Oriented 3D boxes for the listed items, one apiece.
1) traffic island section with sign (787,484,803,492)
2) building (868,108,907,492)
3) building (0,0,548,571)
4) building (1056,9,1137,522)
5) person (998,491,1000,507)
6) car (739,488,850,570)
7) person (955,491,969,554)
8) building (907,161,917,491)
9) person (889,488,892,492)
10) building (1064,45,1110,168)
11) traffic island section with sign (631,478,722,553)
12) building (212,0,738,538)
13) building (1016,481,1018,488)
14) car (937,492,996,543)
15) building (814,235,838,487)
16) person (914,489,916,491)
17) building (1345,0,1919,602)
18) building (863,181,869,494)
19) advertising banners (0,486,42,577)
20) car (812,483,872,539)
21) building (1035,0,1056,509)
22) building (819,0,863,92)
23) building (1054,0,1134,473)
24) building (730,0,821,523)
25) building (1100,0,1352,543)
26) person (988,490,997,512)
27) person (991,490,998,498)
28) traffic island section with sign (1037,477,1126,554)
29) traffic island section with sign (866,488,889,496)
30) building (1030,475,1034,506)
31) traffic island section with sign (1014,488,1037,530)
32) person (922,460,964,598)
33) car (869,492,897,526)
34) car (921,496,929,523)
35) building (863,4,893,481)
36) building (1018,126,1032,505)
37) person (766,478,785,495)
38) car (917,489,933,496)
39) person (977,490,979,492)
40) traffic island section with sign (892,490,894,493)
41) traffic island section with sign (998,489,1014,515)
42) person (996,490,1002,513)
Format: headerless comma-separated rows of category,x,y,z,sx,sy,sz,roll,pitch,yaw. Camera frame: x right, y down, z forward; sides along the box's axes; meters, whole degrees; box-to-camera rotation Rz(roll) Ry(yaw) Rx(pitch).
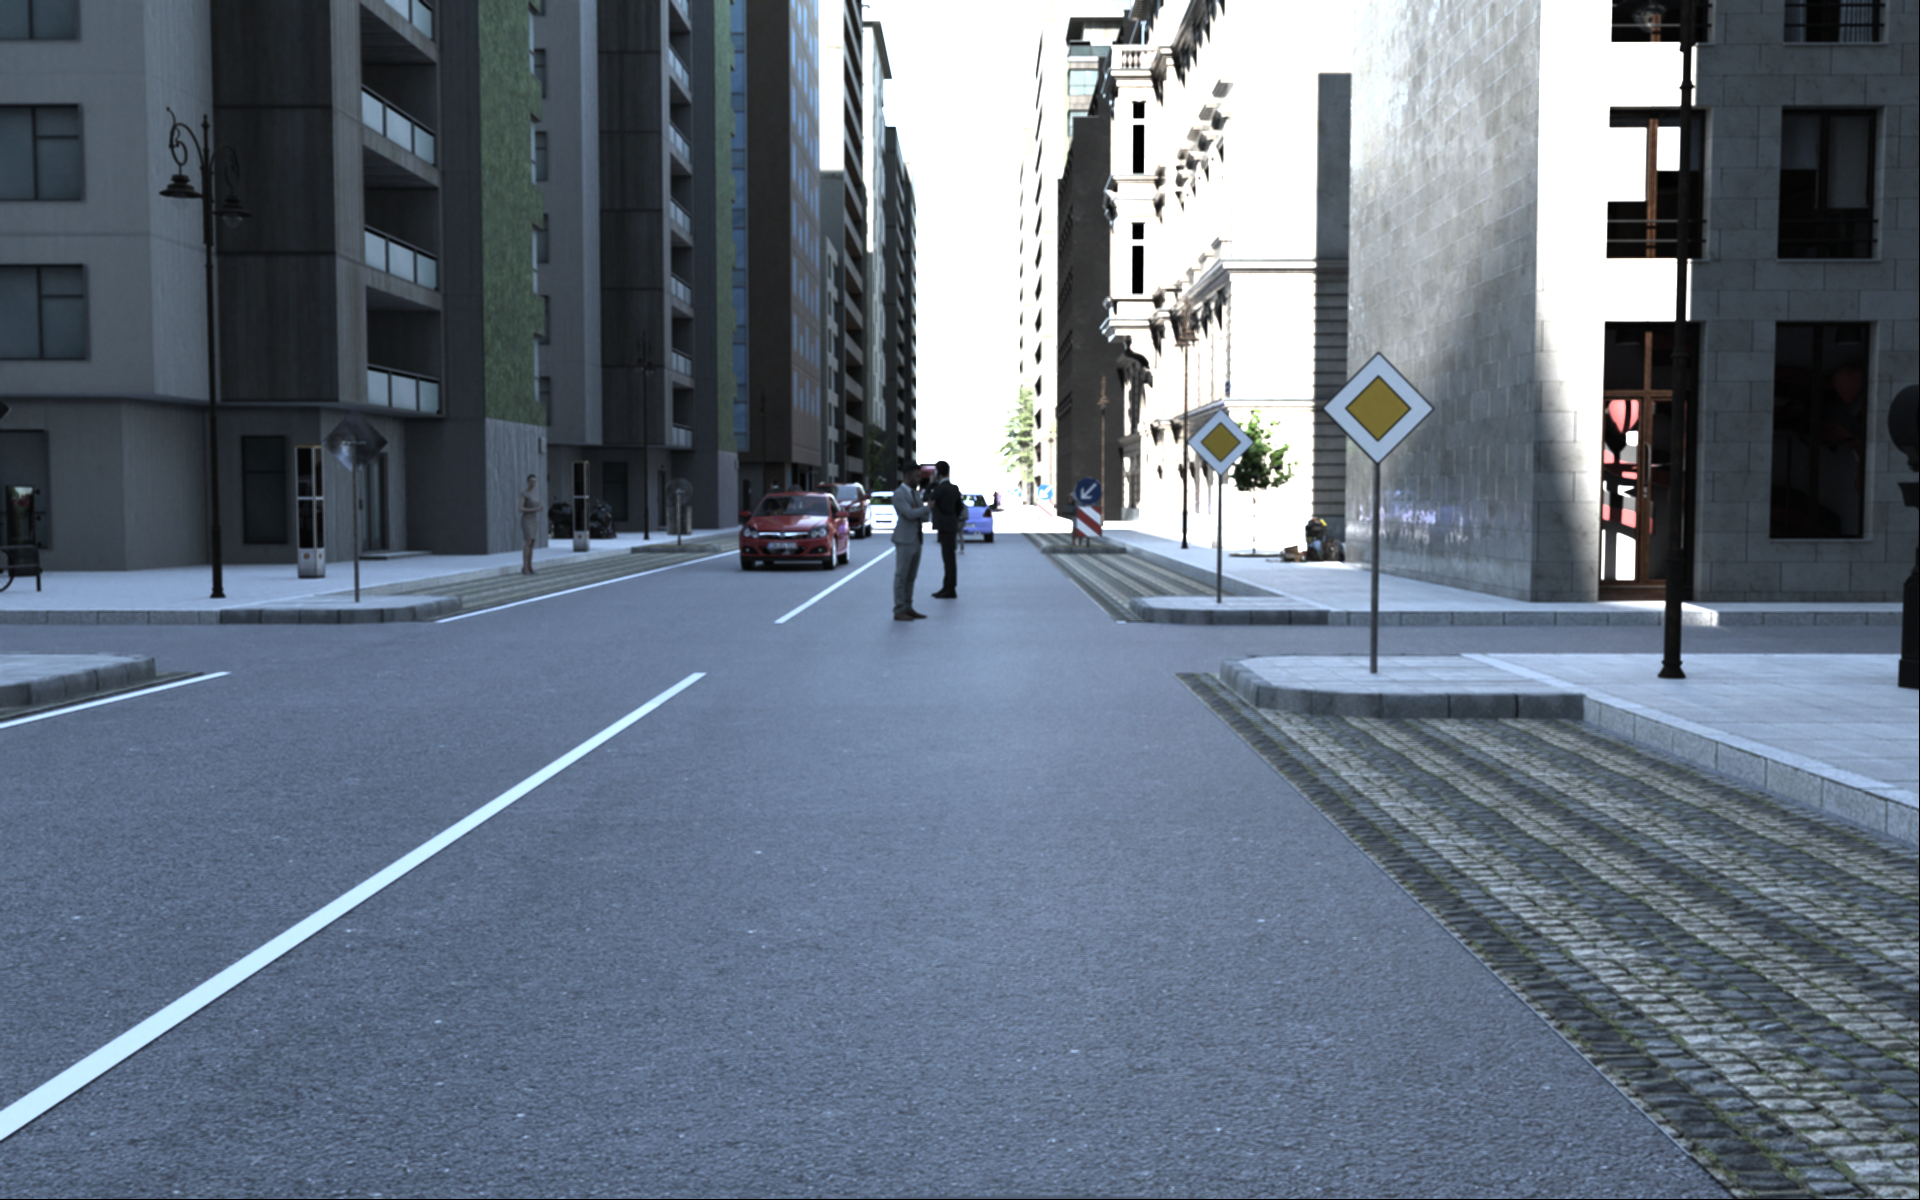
traffic island section with sign,-6.654,-3.757,70.050,1.989,1.847,2.006,0,4,1
building,-18.087,-36.334,217.768,21.300,48.544,21.600,0,4,1
building,-16.972,-21.404,33.543,14.154,41.232,14.086,0,4,1
building,11.415,-15.774,87.575,12.332,23.373,15.834,0,4,1
person,4.375,-11.572,197.725,0.705,1.821,1.348,0,4,-4
car,-3.215,-1.535,34.135,2.155,1.783,4.494,0,4,2
person,-0.037,-1.872,41.710,0.523,1.515,0.503,0,4,6
building,-16.940,-37.664,239.506,21.300,48.544,21.600,0,4,1
person,-4.262,-5.985,106.360,1.348,1.823,0.705,0,4,-6
building,13.834,-21.018,115.351,14.160,30.474,14.107,0,4,1
traffic island section with sign,-6.938,-2.080,42.639,1.989,1.847,2.006,0,4,1
building,-15.809,-23.025,60.060,14.154,41.232,14.086,0,4,1
building,24.004,-33.611,241.415,32.217,40.220,23.993,0,4,1
car,0.141,-2.626,52.523,1.945,1.707,3.694,0,4,-1
building,-22.763,-16.225,110.322,27.650,21.520,28.899,0,4,1
person,-3.472,-7.596,132.676,1.348,1.826,0.705,-3,5,-44
building,15.219,-10.412,24.986,16.860,20.320,10.420,0,4,1
building,-15.588,-23.346,153.414,14.160,30.474,14.107,0,4,1
advertising banners,-14.863,-1.833,26.152,0.090,3.025,2.074,2,4,25
car,-4.036,-2.966,57.169,2.281,1.827,5.304,0,4,1
building,17.845,-32.803,160.023,21.300,48.544,21.600,0,4,1
building,-18.862,-31.251,134.660,21.300,48.544,21.600,0,4,1
building,21.380,-33.402,135.354,28.713,52.752,27.495,0,4,1
building,-14.209,-26.417,82.021,14.600,45.320,14.200,0,4,1
building,12.394,-14.848,61.849,14.460,24.649,34.723,0,4,1
person,2.831,-7.916,138.647,1.217,1.743,0.721,1,4,20
person,3.395,-9.589,165.368,1.348,1.812,0.705,-2,4,-30
traffic island section with sign,2.971,-2.049,42.132,1.989,1.847,2.006,0,4,1
traffic island section with sign,-6.117,-6.778,119.444,1.989,1.847,2.006,0,4,1
building,18.306,-46.343,195.955,20.563,71.187,20.611,0,4,1
traffic island section with sign,3.278,-3.722,69.486,1.989,1.847,2.006,0,4,1
person,-0.249,-0.981,23.906,0.474,1.900,0.648,1,4,16
car,-2.967,-3.654,69.337,1.945,1.707,3.694,0,3,0
car,-2.537,-4.583,87.286,2.083,1.381,4.827,0,4,1
building,-22.300,-36.907,192.666,28.713,52.752,27.495,0,4,1
building,18.260,-36.332,217.728,21.300,48.544,21.600,0,4,1
person,-5.302,-2.589,50.187,0.648,1.900,0.474,-3,5,-41
car,-2.931,-8.302,144.403,2.281,1.827,5.304,0,4,1
person,1.596,-9.197,158.899,0.705,1.821,1.348,-3,5,-41
traffic island section with sign,-5.816,-8.471,147.133,1.989,1.847,2.006,0,4,1
traffic island section with sign,3.814,-6.797,119.759,1.989,1.847,2.006,0,4,1
person,3.064,-7.639,134.312,0.530,1.710,0.541,-3,5,-40
